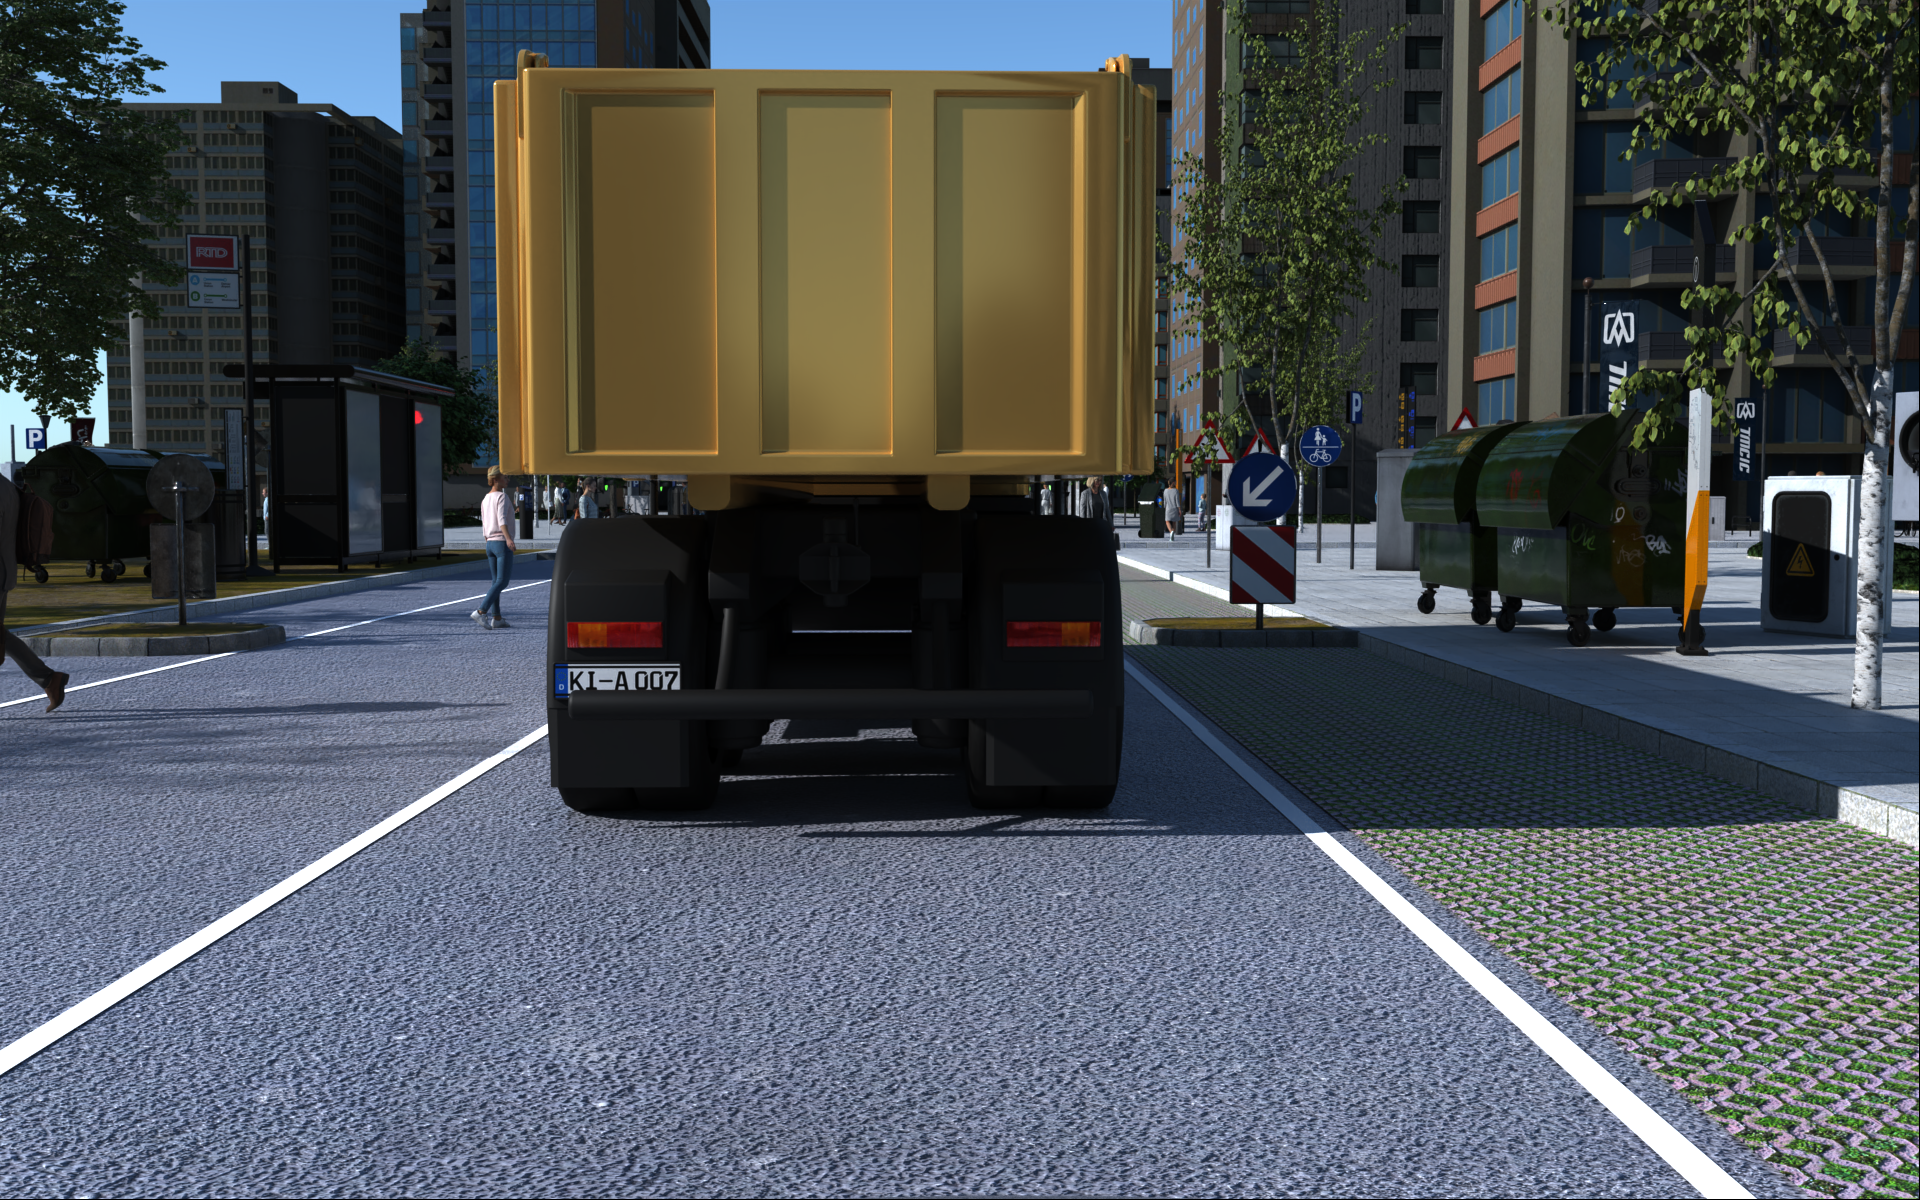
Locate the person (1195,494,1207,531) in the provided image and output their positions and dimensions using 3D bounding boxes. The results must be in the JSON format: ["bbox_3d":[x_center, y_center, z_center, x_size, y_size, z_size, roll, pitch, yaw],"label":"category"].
[{"bbox_3d":[8.309,-3.015,59.614,0.394,1.301,0.425,2,4,27],"label":"person"}]

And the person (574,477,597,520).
[{"bbox_3d":[-5.958,-1.122,27.841,0.522,1.701,0.512,0,4,5],"label":"person"}]

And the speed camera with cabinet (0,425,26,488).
[{"bbox_3d":[-27.199,-3.328,48.742,0.660,3.252,2.038,2,4,32],"label":"speed camera with cabinet"}]

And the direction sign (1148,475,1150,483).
[{"bbox_3d":[6.787,-4.302,62.331,0.379,3.537,0.876,0,4,-3],"label":"direction sign"}]

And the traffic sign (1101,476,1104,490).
[{"bbox_3d":[4.010,-2.982,48.759,0.884,2.594,0.081,0,4,6],"label":"traffic sign"}]

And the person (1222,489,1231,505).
[{"bbox_3d":[10.899,-3.904,70.056,0.661,1.801,0.590,3,5,43],"label":"person"}]

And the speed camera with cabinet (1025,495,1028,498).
[{"bbox_3d":[3.519,-6.369,98.471,0.660,3.252,2.038,0,4,-3],"label":"speed camera with cabinet"}]

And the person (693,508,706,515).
[{"bbox_3d":[-11.655,-4.044,77.664,1.012,1.151,0.738,-2,4,-34],"label":"person"}]

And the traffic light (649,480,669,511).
[{"bbox_3d":[-8.330,-3.546,46.905,0.839,4.253,0.868,0,4,-1],"label":"traffic light"}]

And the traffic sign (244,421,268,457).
[{"bbox_3d":[-12.780,-1.916,31.062,0.795,2.593,0.064,0,4,6],"label":"traffic sign"}]

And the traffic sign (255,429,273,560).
[{"bbox_3d":[-13.509,-2.066,33.891,0.768,2.556,0.104,0,4,3],"label":"traffic sign"}]

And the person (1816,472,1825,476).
[{"bbox_3d":[19.064,-1.952,38.309,0.624,1.780,0.694,2,4,24],"label":"person"}]

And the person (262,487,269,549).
[{"bbox_3d":[-17.512,-2.052,43.865,0.330,1.601,0.589,-1,4,-11],"label":"person"}]

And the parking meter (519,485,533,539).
[{"bbox_3d":[-12.342,-2.499,49.274,0.372,1.533,0.369,0,3,0],"label":"parking meter"}]

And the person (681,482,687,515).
[{"bbox_3d":[-10.596,-3.742,67.128,0.656,1.842,0.836,2,4,29],"label":"person"}]

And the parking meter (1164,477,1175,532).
[{"bbox_3d":[7.132,-3.239,58.666,0.399,1.863,0.255,-2,4,-34],"label":"parking meter"}]

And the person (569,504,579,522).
[{"bbox_3d":[-7.241,-1.193,32.687,0.352,1.250,0.332,3,5,42],"label":"person"}]

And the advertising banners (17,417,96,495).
[{"bbox_3d":[-20.762,-2.643,39.398,2.074,3.025,0.090,-1,4,-17],"label":"advertising banners"}]

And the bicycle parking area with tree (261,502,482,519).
[{"bbox_3d":[-24.638,-5.364,74.708,8.231,4.147,9.016,2,4,33],"label":"bicycle parking area with tree"}]

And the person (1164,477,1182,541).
[{"bbox_3d":[5.755,-2.447,46.804,0.466,1.731,0.760,0,4,-5],"label":"person"}]

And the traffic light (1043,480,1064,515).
[{"bbox_3d":[2.270,-3.070,39.119,0.839,4.253,0.868,0,4,-1],"label":"traffic light"}]

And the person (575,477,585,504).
[{"bbox_3d":[-13.857,-3.527,63.070,0.648,1.900,0.474,2,4,33],"label":"person"}]

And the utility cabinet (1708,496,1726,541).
[{"bbox_3d":[20.552,-2.241,47.794,1.020,1.237,0.306,1,4,15],"label":"utility cabinet"}]

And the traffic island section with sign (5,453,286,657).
[{"bbox_3d":[-7.508,-0.465,16.230,1.989,1.847,2.006,0,4,-1],"label":"traffic island section with sign"}]

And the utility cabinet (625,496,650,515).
[{"bbox_3d":[-12.412,-3.411,66.932,1.020,1.237,0.306,1,4,21],"label":"utility cabinet"}]

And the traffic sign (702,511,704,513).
[{"bbox_3d":[-11.727,-4.834,79.038,0.884,2.594,0.081,0,4,8],"label":"traffic sign"}]

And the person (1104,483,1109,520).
[{"bbox_3d":[5.274,-3.480,62.811,0.818,1.842,0.514,-2,4,-33],"label":"person"}]

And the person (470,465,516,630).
[{"bbox_3d":[-4.956,-0.566,18.419,0.731,1.740,0.598,3,4,36],"label":"person"}]

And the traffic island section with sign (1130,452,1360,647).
[{"bbox_3d":[2.713,-0.513,17.015,1.989,1.847,2.006,0,4,-1],"label":"traffic island section with sign"}]

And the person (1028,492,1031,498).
[{"bbox_3d":[4.176,-6.161,106.882,0.679,1.850,0.850,1,4,12],"label":"person"}]

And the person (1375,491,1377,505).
[{"bbox_3d":[16.607,-3.783,68.244,0.601,1.785,0.444,-1,4,-12],"label":"person"}]

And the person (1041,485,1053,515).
[{"bbox_3d":[3.633,-4.132,73.955,0.694,1.780,0.624,1,4,10],"label":"person"}]

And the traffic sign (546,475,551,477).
[{"bbox_3d":[-12.921,-3.341,54.356,0.795,2.593,0.064,0,4,5],"label":"traffic sign"}]

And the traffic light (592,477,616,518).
[{"bbox_3d":[-8.190,-3.058,38.921,0.839,4.253,0.868,0,4,-1],"label":"traffic light"}]

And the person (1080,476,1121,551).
[{"bbox_3d":[2.242,-1.191,28.148,0.709,1.800,0.728,-1,4,-23],"label":"person"}]

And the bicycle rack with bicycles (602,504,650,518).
[{"bbox_3d":[-11.992,-2.909,60.943,2.925,0.926,2.852,-1,4,-8],"label":"bicycle rack with bicycles"}]

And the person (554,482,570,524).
[{"bbox_3d":[-17.191,-4.205,74.979,0.721,1.800,0.419,2,4,25],"label":"person"}]

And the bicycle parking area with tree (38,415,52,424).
[{"bbox_3d":[-35.776,-4.617,62.484,8.231,4.147,9.016,0,4,7],"label":"bicycle parking area with tree"}]

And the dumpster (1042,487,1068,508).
[{"bbox_3d":[4.913,-4.919,86.180,1.264,1.857,1.865,0,4,-1],"label":"dumpster"}]

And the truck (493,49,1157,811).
[{"bbox_3d":[-0.646,-0.951,11.477,3.469,3.379,9.791,0,4,-2],"label":"truck"}]

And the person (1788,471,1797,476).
[{"bbox_3d":[18.892,-2.034,39.403,0.391,1.810,0.635,-1,4,-13],"label":"person"}]

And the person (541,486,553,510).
[{"bbox_3d":[-25.262,-6.096,106.073,0.694,1.780,0.624,2,4,24],"label":"person"}]

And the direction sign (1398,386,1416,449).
[{"bbox_3d":[9.463,-2.737,36.741,0.379,3.537,0.876,-1,4,-8],"label":"direction sign"}]

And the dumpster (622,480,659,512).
[{"bbox_3d":[-12.990,-3.952,70.367,1.264,1.857,1.865,0,4,-1],"label":"dumpster"}]

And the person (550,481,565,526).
[{"bbox_3d":[-16.326,-3.907,70.151,0.641,1.798,0.478,-1,4,-10],"label":"person"}]

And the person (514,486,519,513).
[{"bbox_3d":[-25.128,-5.604,98.411,0.760,1.731,0.466,2,4,27],"label":"person"}]

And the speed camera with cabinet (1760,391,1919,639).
[{"bbox_3d":[8.088,-1.278,15.237,0.660,3.252,2.038,-1,4,-22],"label":"speed camera with cabinet"}]

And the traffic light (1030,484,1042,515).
[{"bbox_3d":[2.130,-3.559,47.103,0.839,4.253,0.868,0,4,-1],"label":"traffic light"}]

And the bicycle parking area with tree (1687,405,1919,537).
[{"bbox_3d":[25.920,-4.149,54.842,8.231,4.147,9.016,1,4,21],"label":"bicycle parking area with tree"}]

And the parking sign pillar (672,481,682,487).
[{"bbox_3d":[-13.998,-6.037,87.174,1.447,3.967,1.447,-2,4,-35],"label":"parking sign pillar"}]

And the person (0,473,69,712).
[{"bbox_3d":[-6.129,-0.156,11.012,0.822,1.834,0.622,-2,4,-32],"label":"person"}]

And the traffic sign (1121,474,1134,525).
[{"bbox_3d":[6.820,-4.367,71.502,0.768,2.556,0.104,0,4,0],"label":"traffic sign"}]
